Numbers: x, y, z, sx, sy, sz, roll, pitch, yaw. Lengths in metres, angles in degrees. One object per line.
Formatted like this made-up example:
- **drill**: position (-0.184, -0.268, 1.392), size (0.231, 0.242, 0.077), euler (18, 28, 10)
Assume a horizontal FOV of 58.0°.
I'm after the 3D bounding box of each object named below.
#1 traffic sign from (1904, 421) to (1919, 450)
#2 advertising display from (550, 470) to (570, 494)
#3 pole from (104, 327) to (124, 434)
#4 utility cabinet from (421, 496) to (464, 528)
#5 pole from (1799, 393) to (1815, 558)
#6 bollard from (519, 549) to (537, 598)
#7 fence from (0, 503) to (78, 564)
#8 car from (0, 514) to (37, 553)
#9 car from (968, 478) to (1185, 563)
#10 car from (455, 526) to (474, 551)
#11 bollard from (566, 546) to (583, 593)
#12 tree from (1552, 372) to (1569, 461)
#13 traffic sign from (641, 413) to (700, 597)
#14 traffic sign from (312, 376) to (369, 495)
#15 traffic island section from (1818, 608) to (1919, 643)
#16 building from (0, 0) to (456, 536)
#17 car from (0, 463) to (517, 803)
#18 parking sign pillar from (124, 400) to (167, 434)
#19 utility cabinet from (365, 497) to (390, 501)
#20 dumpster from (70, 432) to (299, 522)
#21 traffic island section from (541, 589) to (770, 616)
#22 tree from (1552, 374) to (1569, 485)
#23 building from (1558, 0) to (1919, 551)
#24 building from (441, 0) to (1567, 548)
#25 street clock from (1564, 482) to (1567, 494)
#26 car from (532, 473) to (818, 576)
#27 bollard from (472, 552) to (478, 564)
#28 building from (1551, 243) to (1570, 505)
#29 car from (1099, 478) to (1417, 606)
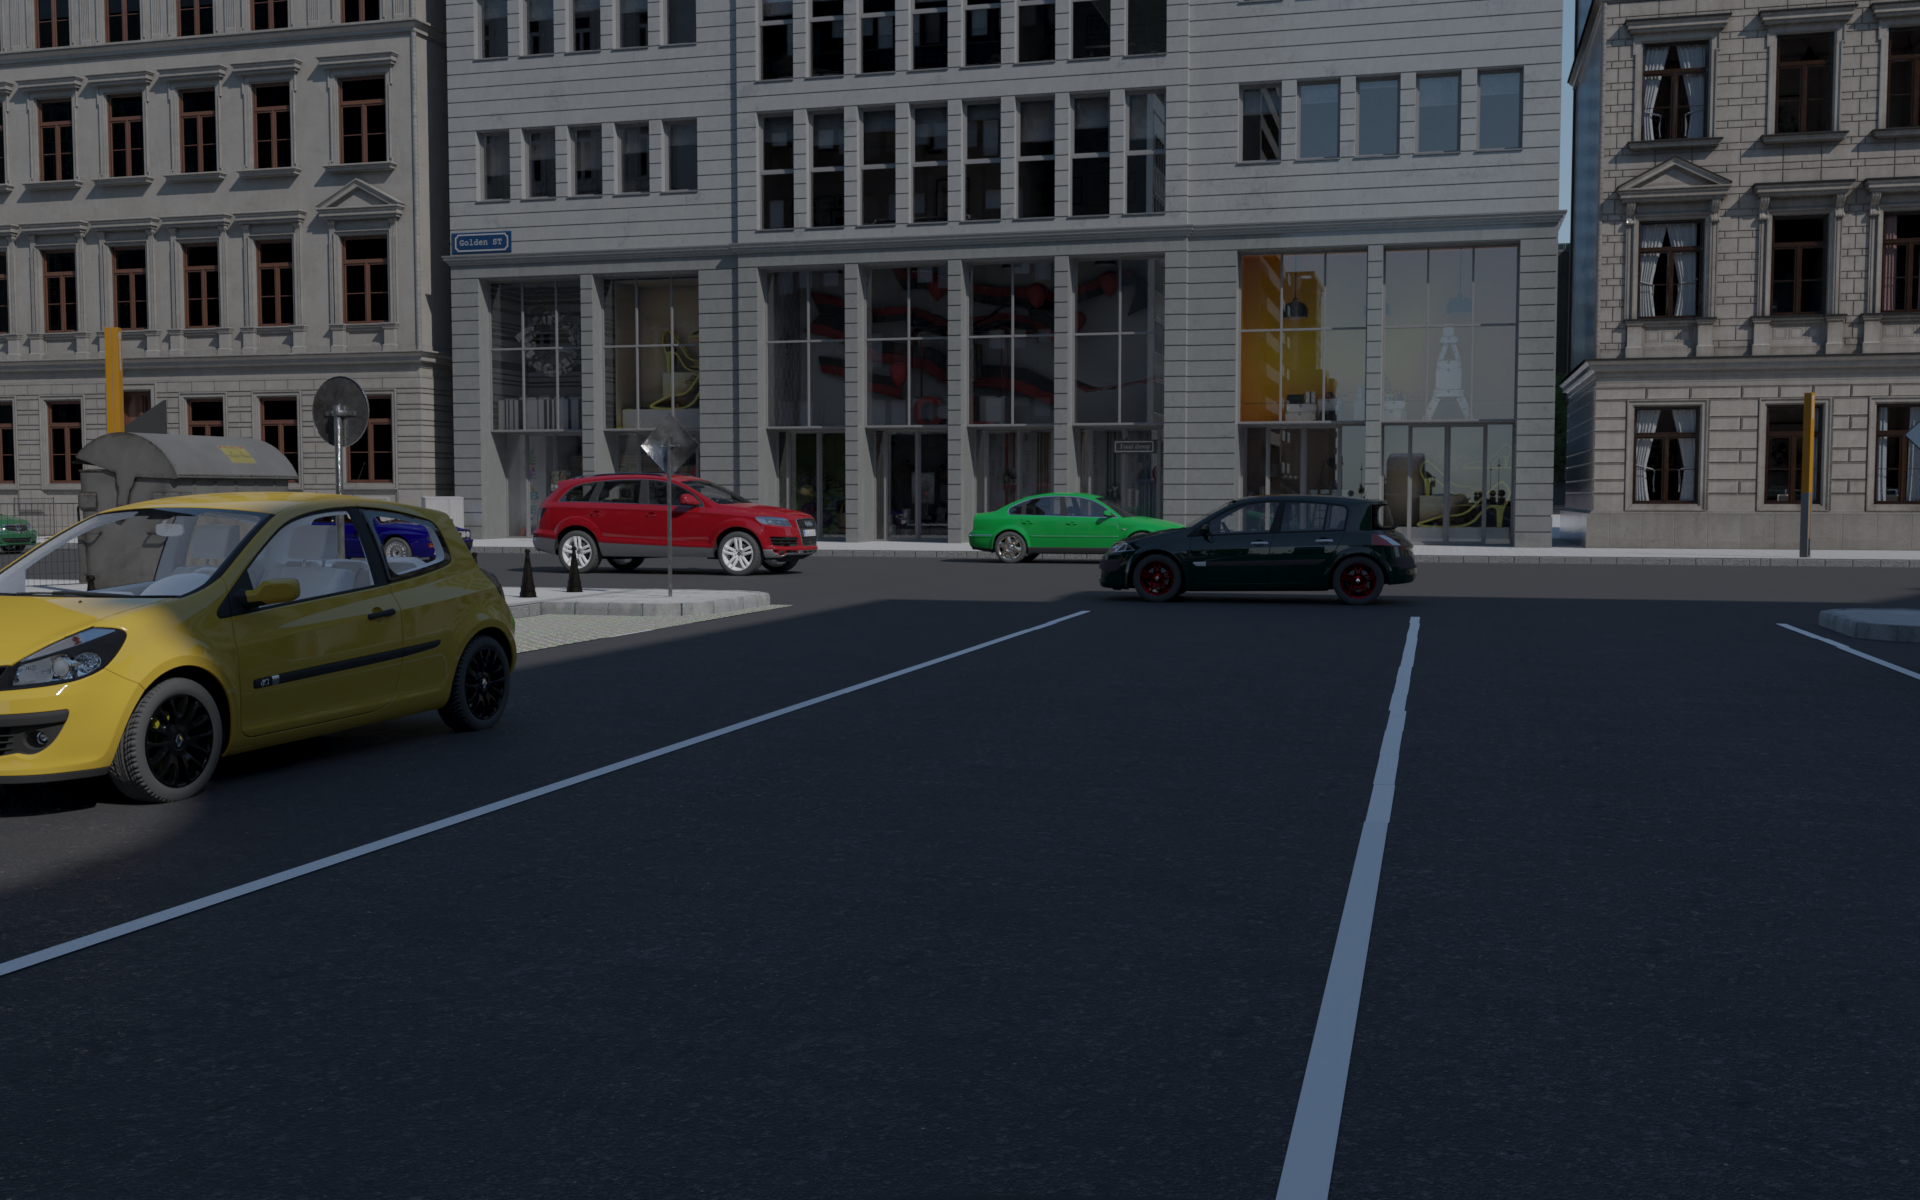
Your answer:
- **traffic sign**: position (10.100, -0.865, 17.780), size (0.795, 2.450, 0.064), euler (1, 4, 15)
- **advertising display**: position (-10.673, -2.510, 46.260), size (0.123, 1.923, 0.974), euler (-3, 5, -39)
- **pole**: position (-10.371, -1.679, 21.303), size (0.158, 3.312, 0.155), euler (0, 3, 0)
- **utility cabinet**: position (-13.319, -2.046, 44.615), size (1.020, 1.237, 0.306), euler (-3, 4, -37)
- **pole**: position (17.091, -2.513, 34.935), size (0.158, 3.312, 0.155), euler (0, 3, 0)
- **bollard**: position (-5.365, -0.333, 21.492), size (0.229, 0.601, 0.229), euler (0, 3, 0)
- **fence**: position (-11.910, -0.712, 22.849), size (0.480, 1.192, 2.264), euler (2, 4, 32)
- **car**: position (-24.634, -1.830, 41.718), size (4.920, 1.459, 2.131), euler (1, 4, 15)
- **car**: position (2.549, -1.675, 36.188), size (4.718, 1.807, 1.959), euler (1, 4, 14)
- **car**: position (-11.733, -1.337, 34.442), size (3.894, 1.354, 1.945), euler (1, 4, 17)
- **bollard**: position (-5.044, -0.404, 22.641), size (0.229, 0.601, 0.229), euler (0, 3, 0)
- **tree**: position (45.235, -12.896, 136.609), size (9.928, 11.665, 9.643), euler (0, 3, 0)
- **traffic sign**: position (-3.620, -1.098, 21.599), size (0.795, 2.450, 0.064), euler (1, 4, 15)
- **traffic sign**: position (-6.696, -1.137, 18.692), size (0.768, 2.556, 0.104), euler (1, 4, 22)
- **traffic island section**: position (10.125, 0.271, 17.851), size (2.009, 0.180, 2.903), euler (1, 4, 15)
- **building**: position (-23.397, -13.453, 56.110), size (21.152, 22.565, 11.583), euler (1, 4, 15)
- **car**: position (-4.079, 0.049, 9.420), size (2.015, 1.641, 3.980), euler (1, 4, 17)
- **parking sign pillar**: position (-23.188, -3.710, 49.138), size (1.447, 3.967, 1.447), euler (3, 4, 37)
- **utility cabinet**: position (-14.969, -2.000, 43.859), size (1.020, 1.237, 0.306), euler (0, 4, 1)
- **dumpster**: position (-7.585, -0.689, 17.022), size (1.264, 1.857, 1.865), euler (1, 4, 16)
- **traffic island section**: position (-3.645, 0.038, 21.667), size (2.009, 0.180, 2.903), euler (1, 4, 15)
- **tree**: position (48.467, -13.923, 145.762), size (7.486, 12.596, 7.792), euler (0, 3, 0)
- **building**: position (24.820, -10.882, 42.542), size (19.286, 19.102, 10.561), euler (1, 4, 15)
- **building**: position (1.337, -16.631, 49.413), size (29.804, 29.767, 11.434), euler (1, 4, 15)
- **street clock**: position (35.025, -5.818, 99.690), size (0.471, 2.002, 0.358), euler (-1, 4, -9)
- **car**: position (-5.172, -1.404, 31.630), size (5.304, 1.827, 2.281), euler (1, 4, 17)
- **bollard**: position (-5.694, -0.262, 20.326), size (0.229, 0.601, 0.229), euler (0, 3, 0)
- **building**: position (72.636, -25.979, 196.452), size (14.107, 30.474, 14.160), euler (1, 4, 15)
- **car**: position (3.986, -0.829, 23.344), size (4.222, 1.686, 2.009), euler (1, 4, 14)
